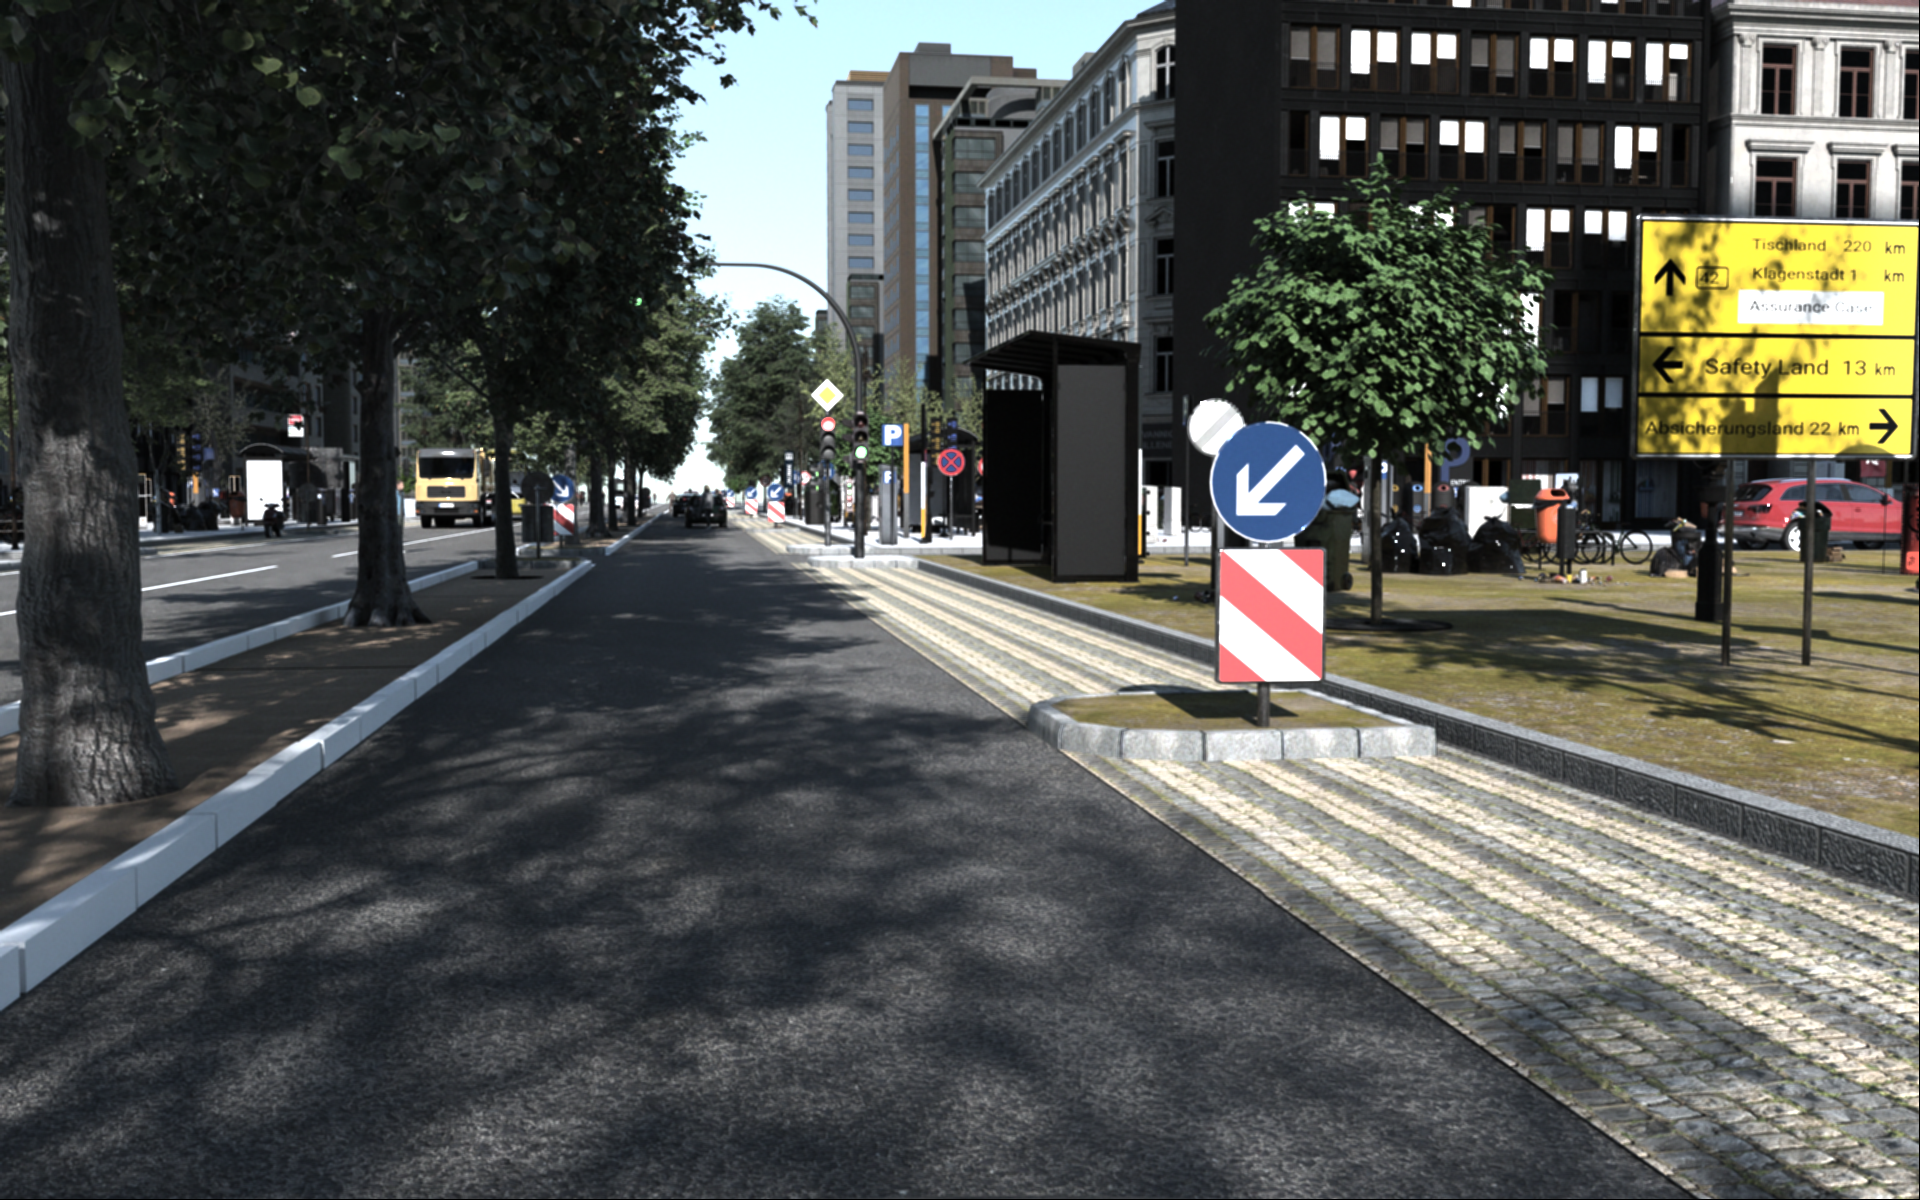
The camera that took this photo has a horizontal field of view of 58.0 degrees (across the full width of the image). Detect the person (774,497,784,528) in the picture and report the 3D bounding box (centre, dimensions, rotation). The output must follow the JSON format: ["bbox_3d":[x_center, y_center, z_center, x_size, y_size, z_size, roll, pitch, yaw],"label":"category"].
[{"bbox_3d":[-7.684,-3.965,73.514,0.466,1.800,0.511,0,4,2],"label":"person"}]

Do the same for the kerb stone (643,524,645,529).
[{"bbox_3d":[-12.500,-2.788,67.839,0.120,0.150,1.000,-1,4,-9],"label":"kerb stone"}]

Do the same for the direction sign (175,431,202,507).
[{"bbox_3d":[-27.713,-4.300,62.301,0.876,3.537,0.379,0,4,-7],"label":"direction sign"}]

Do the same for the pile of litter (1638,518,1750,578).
[{"bbox_3d":[11.537,-0.798,27.010,1.719,0.858,1.176,0,4,-3],"label":"pile of litter"}]

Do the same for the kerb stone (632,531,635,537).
[{"bbox_3d":[-10.614,-2.048,55.681,0.120,0.150,1.000,-1,4,-9],"label":"kerb stone"}]

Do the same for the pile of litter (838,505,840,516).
[{"bbox_3d":[-5.844,-4.685,90.566,1.176,0.858,1.719,1,4,15],"label":"pile of litter"}]

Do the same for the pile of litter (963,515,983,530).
[{"bbox_3d":[0.807,-2.949,62.173,1.176,0.858,1.719,-2,4,-24],"label":"pile of litter"}]

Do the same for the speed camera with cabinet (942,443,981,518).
[{"bbox_3d":[-0.164,-4.507,68.029,2.038,3.252,0.660,-2,4,-27],"label":"speed camera with cabinet"}]

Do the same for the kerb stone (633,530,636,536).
[{"bbox_3d":[-10.771,-2.110,56.691,0.120,0.150,1.000,-1,4,-9],"label":"kerb stone"}]

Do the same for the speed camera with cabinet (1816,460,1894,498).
[{"bbox_3d":[24.612,-3.269,47.779,0.660,3.252,2.038,-2,4,-34],"label":"speed camera with cabinet"}]

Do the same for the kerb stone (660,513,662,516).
[{"bbox_3d":[-17.998,-4.958,103.265,0.120,0.150,1.000,-1,4,-9],"label":"kerb stone"}]

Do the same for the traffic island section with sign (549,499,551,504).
[{"bbox_3d":[-39.354,-9.595,165.502,1.989,1.847,2.006,-1,4,-9],"label":"traffic island section with sign"}]

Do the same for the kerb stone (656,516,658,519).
[{"bbox_3d":[-16.116,-4.212,91.115,0.120,0.150,1.000,-1,4,-9],"label":"kerb stone"}]

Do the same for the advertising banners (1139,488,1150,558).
[{"bbox_3d":[3.058,-2.315,34.039,0.090,3.025,2.074,3,5,45],"label":"advertising banners"}]

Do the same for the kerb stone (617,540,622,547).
[{"bbox_3d":[-9.041,-1.428,45.557,0.120,0.150,1.000,-1,4,-9],"label":"kerb stone"}]

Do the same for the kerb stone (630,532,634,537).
[{"bbox_3d":[-10.460,-1.983,54.671,0.120,0.150,1.000,-1,4,-9],"label":"kerb stone"}]

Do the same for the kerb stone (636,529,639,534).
[{"bbox_3d":[-11.237,-2.295,59.721,0.120,0.150,1.000,-1,4,-9],"label":"kerb stone"}]

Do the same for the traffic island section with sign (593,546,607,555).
[{"bbox_3d":[-9.453,-2.025,41.245,2.006,1.907,1.989,-1,4,-9],"label":"traffic island section with sign"}]

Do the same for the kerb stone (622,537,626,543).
[{"bbox_3d":[-9.517,-1.615,48.593,0.120,0.150,1.000,-1,4,-9],"label":"kerb stone"}]

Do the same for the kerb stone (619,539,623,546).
[{"bbox_3d":[-9.207,-1.491,46.567,0.120,0.150,1.000,-1,4,-9],"label":"kerb stone"}]

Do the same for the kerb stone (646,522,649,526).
[{"bbox_3d":[-13.280,-3.099,72.895,0.120,0.150,1.000,-1,4,-9],"label":"kerb stone"}]

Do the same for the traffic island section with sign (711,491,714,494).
[{"bbox_3d":[-23.022,-9.749,168.017,1.989,1.847,2.006,-1,4,-9],"label":"traffic island section with sign"}]

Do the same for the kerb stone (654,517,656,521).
[{"bbox_3d":[-15.490,-3.967,87.058,0.120,0.150,1.000,-1,4,-9],"label":"kerb stone"}]

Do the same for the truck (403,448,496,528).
[{"bbox_3d":[-21.819,-4.849,75.201,3.469,3.379,9.791,-1,4,-10],"label":"truck"}]

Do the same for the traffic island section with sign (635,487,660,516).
[{"bbox_3d":[-20.983,-6.566,115.497,2.006,1.907,1.989,-1,4,-9],"label":"traffic island section with sign"}]

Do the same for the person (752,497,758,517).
[{"bbox_3d":[-12.984,-6.124,109.631,0.522,1.701,0.512,-1,4,-12],"label":"person"}]

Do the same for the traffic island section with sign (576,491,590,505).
[{"bbox_3d":[-47.794,-12.921,219.888,1.989,1.847,2.006,-1,4,-9],"label":"traffic island section with sign"}]

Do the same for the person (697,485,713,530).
[{"bbox_3d":[-10.112,-3.682,68.887,0.709,1.800,0.728,-2,4,-33],"label":"person"}]

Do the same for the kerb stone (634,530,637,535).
[{"bbox_3d":[-10.933,-2.172,57.700,0.120,0.150,1.000,-1,4,-9],"label":"kerb stone"}]

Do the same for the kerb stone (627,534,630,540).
[{"bbox_3d":[-9.991,-1.801,51.635,0.120,0.150,1.000,-1,4,-9],"label":"kerb stone"}]

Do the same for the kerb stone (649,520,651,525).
[{"bbox_3d":[-13.910,-3.349,76.947,0.120,0.150,1.000,-1,4,-9],"label":"kerb stone"}]

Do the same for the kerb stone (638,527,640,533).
[{"bbox_3d":[-11.558,-2.419,61.740,0.120,0.150,1.000,-1,4,-9],"label":"kerb stone"}]

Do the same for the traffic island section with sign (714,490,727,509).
[{"bbox_3d":[-18.747,-8.059,140.385,1.989,1.847,2.006,-1,4,-9],"label":"traffic island section with sign"}]

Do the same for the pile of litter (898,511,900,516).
[{"bbox_3d":[-3.304,-5.418,102.552,1.719,0.858,1.176,2,4,27],"label":"pile of litter"}]

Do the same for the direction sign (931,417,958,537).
[{"bbox_3d":[-0.472,-3.632,51.381,0.876,3.537,0.379,2,4,25],"label":"direction sign"}]

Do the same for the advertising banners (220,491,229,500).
[{"bbox_3d":[-40.228,-6.006,94.385,0.090,3.025,2.074,3,5,41],"label":"advertising banners"}]

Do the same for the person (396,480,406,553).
[{"bbox_3d":[-13.692,-2.035,42.115,0.444,1.785,0.601,2,4,24],"label":"person"}]

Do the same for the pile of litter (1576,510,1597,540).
[{"bbox_3d":[17.251,-2.121,48.646,1.719,0.858,1.176,-3,4,-38],"label":"pile of litter"}]

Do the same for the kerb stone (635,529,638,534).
[{"bbox_3d":[-11.085,-2.233,58.711,0.120,0.150,1.000,-1,4,-9],"label":"kerb stone"}]

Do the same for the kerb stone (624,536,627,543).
[{"bbox_3d":[-9.680,-1.673,49.602,0.120,0.150,1.000,-1,4,-9],"label":"kerb stone"}]

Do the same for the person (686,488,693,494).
[{"bbox_3d":[-17.622,-6.381,113.031,0.606,1.804,0.583,0,4,-8],"label":"person"}]

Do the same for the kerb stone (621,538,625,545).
[{"bbox_3d":[-9.359,-1.552,47.578,0.120,0.150,1.000,-1,4,-9],"label":"kerb stone"}]

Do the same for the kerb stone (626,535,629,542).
[{"bbox_3d":[-9.825,-1.737,50.617,0.120,0.150,1.000,-1,4,-9],"label":"kerb stone"}]

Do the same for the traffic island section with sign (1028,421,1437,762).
[{"bbox_3d":[1.462,-0.096,10.196,1.989,1.847,2.006,-1,4,-9],"label":"traffic island section with sign"}]

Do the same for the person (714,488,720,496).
[{"bbox_3d":[-14.317,-5.677,101.740,0.576,1.772,0.534,0,4,-7],"label":"person"}]

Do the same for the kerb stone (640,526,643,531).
[{"bbox_3d":[-12.029,-2.603,64.784,0.120,0.150,1.000,-1,4,-9],"label":"kerb stone"}]

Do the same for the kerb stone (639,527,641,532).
[{"bbox_3d":[-11.714,-2.480,62.754,0.120,0.150,1.000,-1,4,-9],"label":"kerb stone"}]

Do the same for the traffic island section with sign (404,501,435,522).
[{"bbox_3d":[-27.357,-4.865,88.176,1.989,1.847,2.006,-1,4,-9],"label":"traffic island section with sign"}]

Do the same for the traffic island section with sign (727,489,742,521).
[{"bbox_3d":[-11.193,-5.085,91.769,1.989,1.847,2.006,-1,4,-9],"label":"traffic island section with sign"}]

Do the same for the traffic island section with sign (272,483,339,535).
[{"bbox_3d":[-23.222,-3.236,61.539,1.989,1.847,2.006,-1,4,-9],"label":"traffic island section with sign"}]

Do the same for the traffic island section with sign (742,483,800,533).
[{"bbox_3d":[-7.046,-3.446,64.969,1.989,1.847,2.006,-1,4,-9],"label":"traffic island section with sign"}]

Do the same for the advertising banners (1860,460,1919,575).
[{"bbox_3d":[15.119,-1.897,27.209,2.074,3.025,0.090,3,5,43],"label":"advertising banners"}]

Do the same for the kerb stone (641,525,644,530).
[{"bbox_3d":[-12.183,-2.663,65.797,0.120,0.150,1.000,-1,4,-9],"label":"kerb stone"}]

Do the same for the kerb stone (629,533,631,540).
[{"bbox_3d":[-10.145,-1.861,52.647,0.120,0.150,1.000,-1,4,-9],"label":"kerb stone"}]

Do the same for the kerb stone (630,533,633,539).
[{"bbox_3d":[-10.296,-1.920,53.659,0.120,0.150,1.000,-1,4,-9],"label":"kerb stone"}]

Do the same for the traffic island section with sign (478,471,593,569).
[{"bbox_3d":[-8.327,-1.577,33.924,2.006,1.907,1.989,-1,4,-9],"label":"traffic island section with sign"}]

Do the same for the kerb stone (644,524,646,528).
[{"bbox_3d":[-12.652,-2.844,68.850,0.120,0.150,1.000,-1,4,-9],"label":"kerb stone"}]
